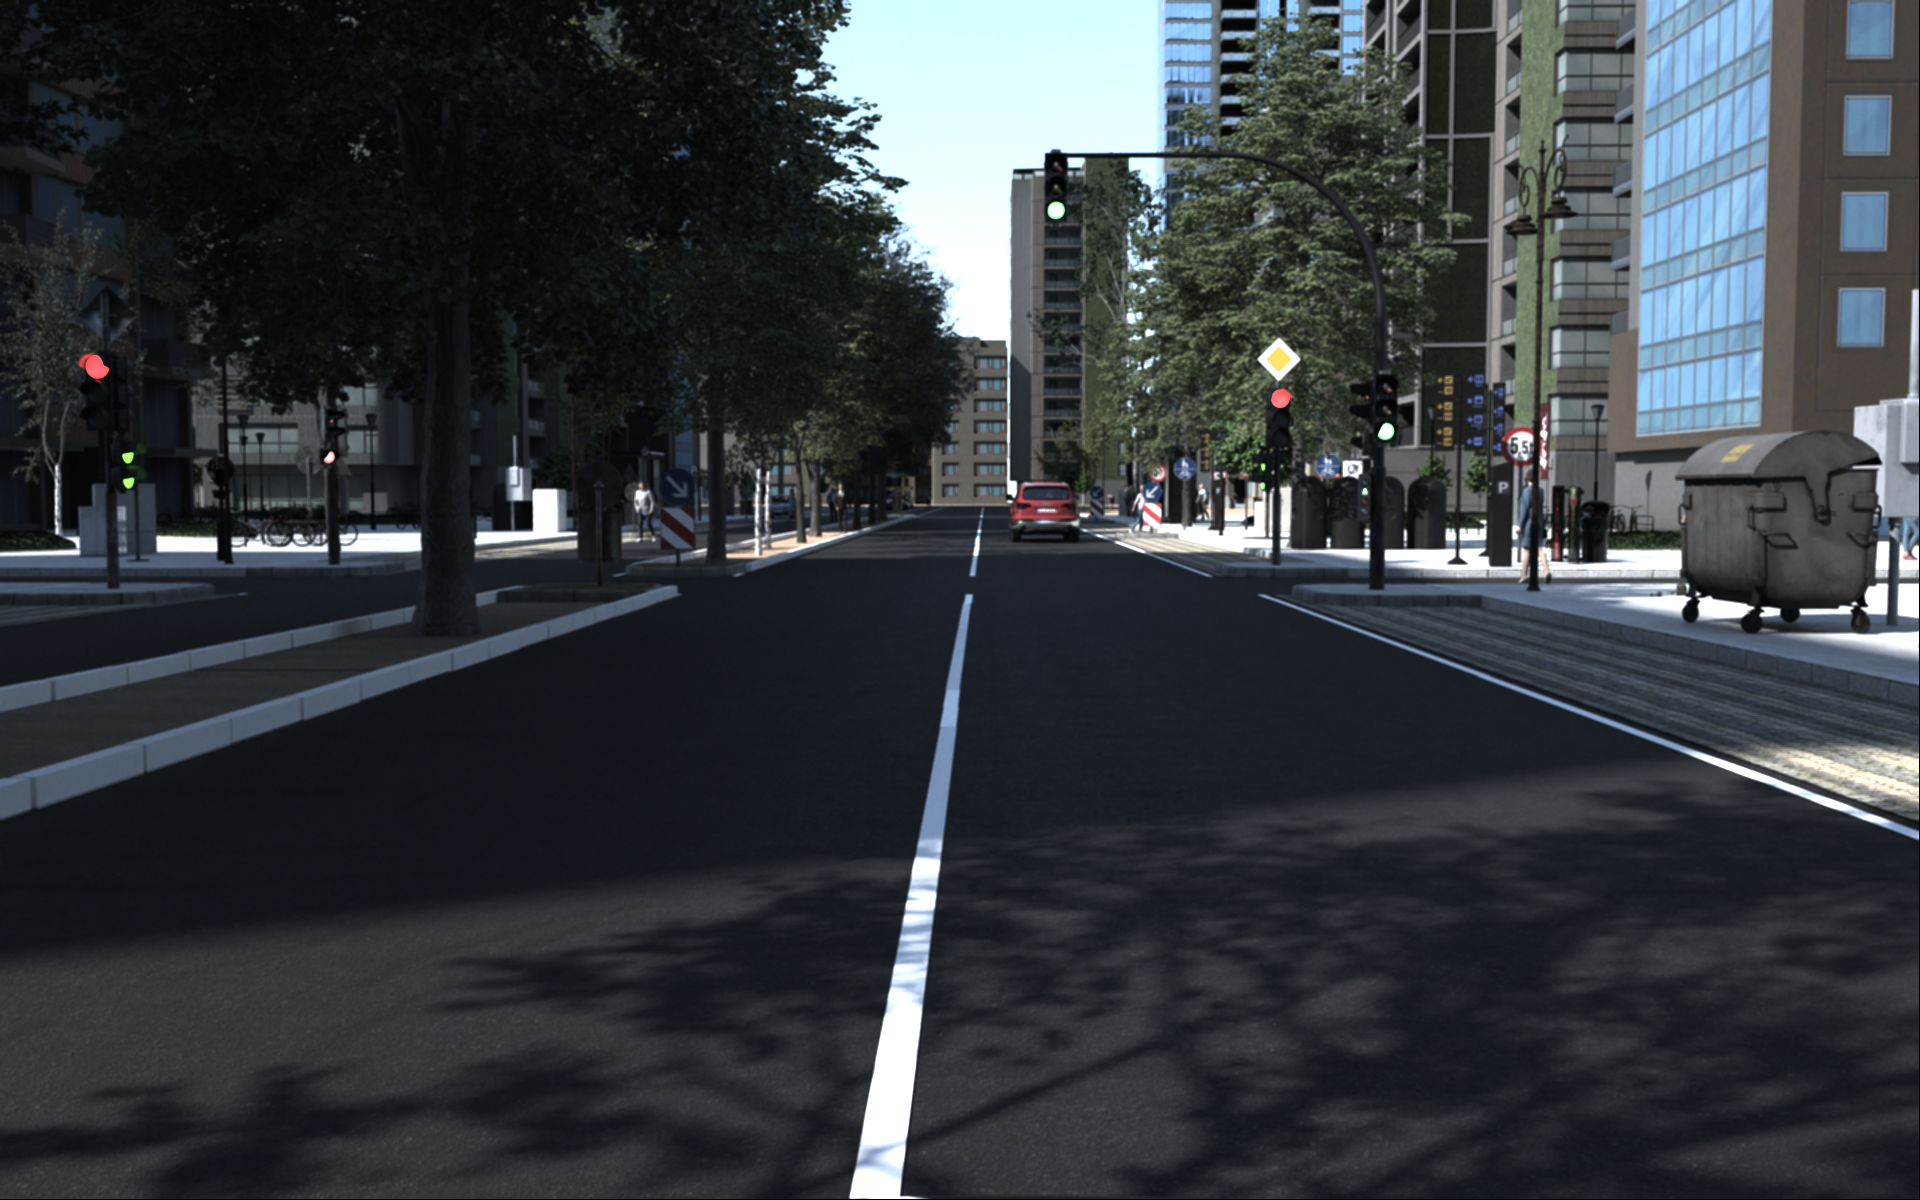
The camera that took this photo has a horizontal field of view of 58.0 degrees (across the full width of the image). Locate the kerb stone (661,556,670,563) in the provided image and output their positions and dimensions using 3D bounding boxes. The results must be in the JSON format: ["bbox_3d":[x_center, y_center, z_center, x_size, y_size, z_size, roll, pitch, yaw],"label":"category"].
[{"bbox_3d":[-5.977,-0.755,34.540,0.120,0.150,1.000,0,4,1],"label":"kerb stone"}]

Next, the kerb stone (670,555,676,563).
[{"bbox_3d":[-5.949,-0.818,35.562,0.120,0.150,1.000,0,4,1],"label":"kerb stone"}]

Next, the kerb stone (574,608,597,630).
[{"bbox_3d":[-4.101,0.222,18.630,0.120,0.150,1.000,0,4,1],"label":"kerb stone"}]

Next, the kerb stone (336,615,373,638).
[{"bbox_3d":[-6.218,0.284,17.558,0.120,0.150,1.000,0,4,1],"label":"kerb stone"}]

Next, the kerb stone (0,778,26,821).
[{"bbox_3d":[-4.267,0.910,7.330,0.120,0.150,1.000,0,4,1],"label":"kerb stone"}]

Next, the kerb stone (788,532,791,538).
[{"bbox_3d":[-5.657,-2.072,56.070,0.120,0.150,1.000,0,4,1],"label":"kerb stone"}]

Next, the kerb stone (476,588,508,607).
[{"bbox_3d":[-6.147,-0.030,22.681,0.120,0.150,1.000,0,4,1],"label":"kerb stone"}]

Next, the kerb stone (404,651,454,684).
[{"bbox_3d":[-4.181,0.534,13.503,0.120,0.150,1.000,0,4,1],"label":"kerb stone"}]

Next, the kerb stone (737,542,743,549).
[{"bbox_3d":[-5.808,-1.382,44.795,0.120,0.150,1.000,0,4,1],"label":"kerb stone"}]

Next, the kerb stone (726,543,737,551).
[{"bbox_3d":[-5.840,-1.319,43.773,0.120,0.150,1.000,0,4,1],"label":"kerb stone"}]

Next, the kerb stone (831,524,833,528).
[{"bbox_3d":[-5.430,-3.013,71.452,0.120,0.150,1.000,0,4,1],"label":"kerb stone"}]

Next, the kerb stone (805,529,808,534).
[{"bbox_3d":[-5.580,-2.385,61.194,0.120,0.150,1.000,0,4,1],"label":"kerb stone"}]

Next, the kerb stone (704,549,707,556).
[{"bbox_3d":[-5.895,-1.069,39.669,0.120,0.150,1.000,0,4,1],"label":"kerb stone"}]

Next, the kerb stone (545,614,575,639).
[{"bbox_3d":[-4.114,0.281,17.604,0.120,0.150,1.000,0,4,1],"label":"kerb stone"}]

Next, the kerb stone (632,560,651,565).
[{"bbox_3d":[-6.000,-0.629,32.491,0.120,0.150,1.000,0,4,1],"label":"kerb stone"}]

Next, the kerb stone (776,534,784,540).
[{"bbox_3d":[-5.685,-1.946,54.020,0.120,0.150,1.000,0,4,1],"label":"kerb stone"}]

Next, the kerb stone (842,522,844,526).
[{"bbox_3d":[-5.362,-3.324,76.570,0.120,0.150,1.000,0,4,1],"label":"kerb stone"}]

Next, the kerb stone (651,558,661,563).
[{"bbox_3d":[-5.991,-0.692,33.516,0.120,0.150,1.000,0,4,1],"label":"kerb stone"}]

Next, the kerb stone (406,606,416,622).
[{"bbox_3d":[-6.186,0.158,19.614,0.120,0.150,1.000,0,4,1],"label":"kerb stone"}]

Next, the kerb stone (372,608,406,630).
[{"bbox_3d":[-6.199,0.221,18.584,0.120,0.150,1.000,0,4,1],"label":"kerb stone"}]

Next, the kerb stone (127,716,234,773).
[{"bbox_3d":[-4.231,0.783,9.393,0.120,0.150,1.000,0,4,1],"label":"kerb stone"}]

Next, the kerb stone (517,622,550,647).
[{"bbox_3d":[-4.130,0.344,16.577,0.120,0.150,1.000,0,4,1],"label":"kerb stone"}]

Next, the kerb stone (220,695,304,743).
[{"bbox_3d":[-4.221,0.721,10.415,0.120,0.150,1.000,0,4,1],"label":"kerb stone"}]

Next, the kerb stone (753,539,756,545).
[{"bbox_3d":[-5.777,-1.570,47.871,0.120,0.150,1.000,0,4,1],"label":"kerb stone"}]

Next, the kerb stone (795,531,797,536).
[{"bbox_3d":[-5.619,-2.197,58.116,0.120,0.150,1.000,0,4,1],"label":"kerb stone"}]

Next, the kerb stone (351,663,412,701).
[{"bbox_3d":[-4.192,0.594,12.480,0.120,0.150,1.000,0,4,1],"label":"kerb stone"}]

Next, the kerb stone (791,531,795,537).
[{"bbox_3d":[-5.643,-2.134,57.094,0.120,0.150,1.000,0,4,1],"label":"kerb stone"}]

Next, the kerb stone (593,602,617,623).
[{"bbox_3d":[-4.085,0.155,19.657,0.120,0.150,1.000,0,4,1],"label":"kerb stone"}]

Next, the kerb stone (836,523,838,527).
[{"bbox_3d":[-5.403,-3.138,73.499,0.120,0.150,1.000,0,4,1],"label":"kerb stone"}]

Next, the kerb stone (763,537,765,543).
[{"bbox_3d":[-5.752,-1.694,49.922,0.120,0.150,1.000,0,4,1],"label":"kerb stone"}]

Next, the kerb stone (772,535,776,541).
[{"bbox_3d":[-5.714,-1.821,51.974,0.120,0.150,1.000,0,4,1],"label":"kerb stone"}]

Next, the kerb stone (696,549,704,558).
[{"bbox_3d":[-5.906,-1.002,38.646,0.120,0.150,1.000,0,4,1],"label":"kerb stone"}]

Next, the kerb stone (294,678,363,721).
[{"bbox_3d":[-4.199,0.658,11.437,0.120,0.150,1.000,0,4,1],"label":"kerb stone"}]

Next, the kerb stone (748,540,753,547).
[{"bbox_3d":[-5.790,-1.504,46.849,0.120,0.150,1.000,0,4,1],"label":"kerb stone"}]

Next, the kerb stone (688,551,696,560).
[{"bbox_3d":[-5.926,-0.943,37.616,0.120,0.150,1.000,0,4,1],"label":"kerb stone"}]

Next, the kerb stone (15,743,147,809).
[{"bbox_3d":[-4.246,0.848,8.366,0.120,0.150,1.000,0,4,1],"label":"kerb stone"}]

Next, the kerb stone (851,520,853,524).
[{"bbox_3d":[-5.285,-3.639,81.689,0.120,0.150,1.000,0,4,1],"label":"kerb stone"}]

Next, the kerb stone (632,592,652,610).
[{"bbox_3d":[-4.050,0.033,21.701,0.120,0.150,1.000,0,4,1],"label":"kerb stone"}]

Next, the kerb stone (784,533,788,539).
[{"bbox_3d":[-5.667,-2.009,55.048,0.120,0.150,1.000,0,4,1],"label":"kerb stone"}]

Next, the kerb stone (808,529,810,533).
[{"bbox_3d":[-5.535,-2.573,64.270,0.120,0.150,1.000,0,4,1],"label":"kerb stone"}]

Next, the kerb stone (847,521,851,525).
[{"bbox_3d":[-5.309,-3.576,80.667,0.120,0.150,1.000,0,4,1],"label":"kerb stone"}]

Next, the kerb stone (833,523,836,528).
[{"bbox_3d":[-5.417,-3.075,72.475,0.120,0.150,1.000,0,4,1],"label":"kerb stone"}]

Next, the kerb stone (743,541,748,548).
[{"bbox_3d":[-5.802,-1.438,45.827,0.120,0.150,1.000,0,4,1],"label":"kerb stone"}]

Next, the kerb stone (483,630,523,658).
[{"bbox_3d":[-4.141,0.407,15.549,0.120,0.150,1.000,0,4,1],"label":"kerb stone"}]

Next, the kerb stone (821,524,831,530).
[{"bbox_3d":[-5.457,-2.950,70.423,0.120,0.150,1.000,0,4,1],"label":"kerb stone"}]

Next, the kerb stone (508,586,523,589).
[{"bbox_3d":[-6.135,-0.092,23.703,0.120,0.150,1.000,0,4,1],"label":"kerb stone"}]

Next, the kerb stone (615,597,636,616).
[{"bbox_3d":[-4.066,0.096,20.679,0.120,0.150,1.000,0,4,1],"label":"kerb stone"}]

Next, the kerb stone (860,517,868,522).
[{"bbox_3d":[-5.124,-4.325,92.956,0.120,0.150,1.000,0,4,1],"label":"kerb stone"}]

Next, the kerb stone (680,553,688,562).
[{"bbox_3d":[-5.940,-0.881,36.594,0.120,0.150,1.000,0,4,1],"label":"kerb stone"}]

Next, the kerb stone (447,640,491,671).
[{"bbox_3d":[-4.156,0.472,14.528,0.120,0.150,1.000,0,4,1],"label":"kerb stone"}]
